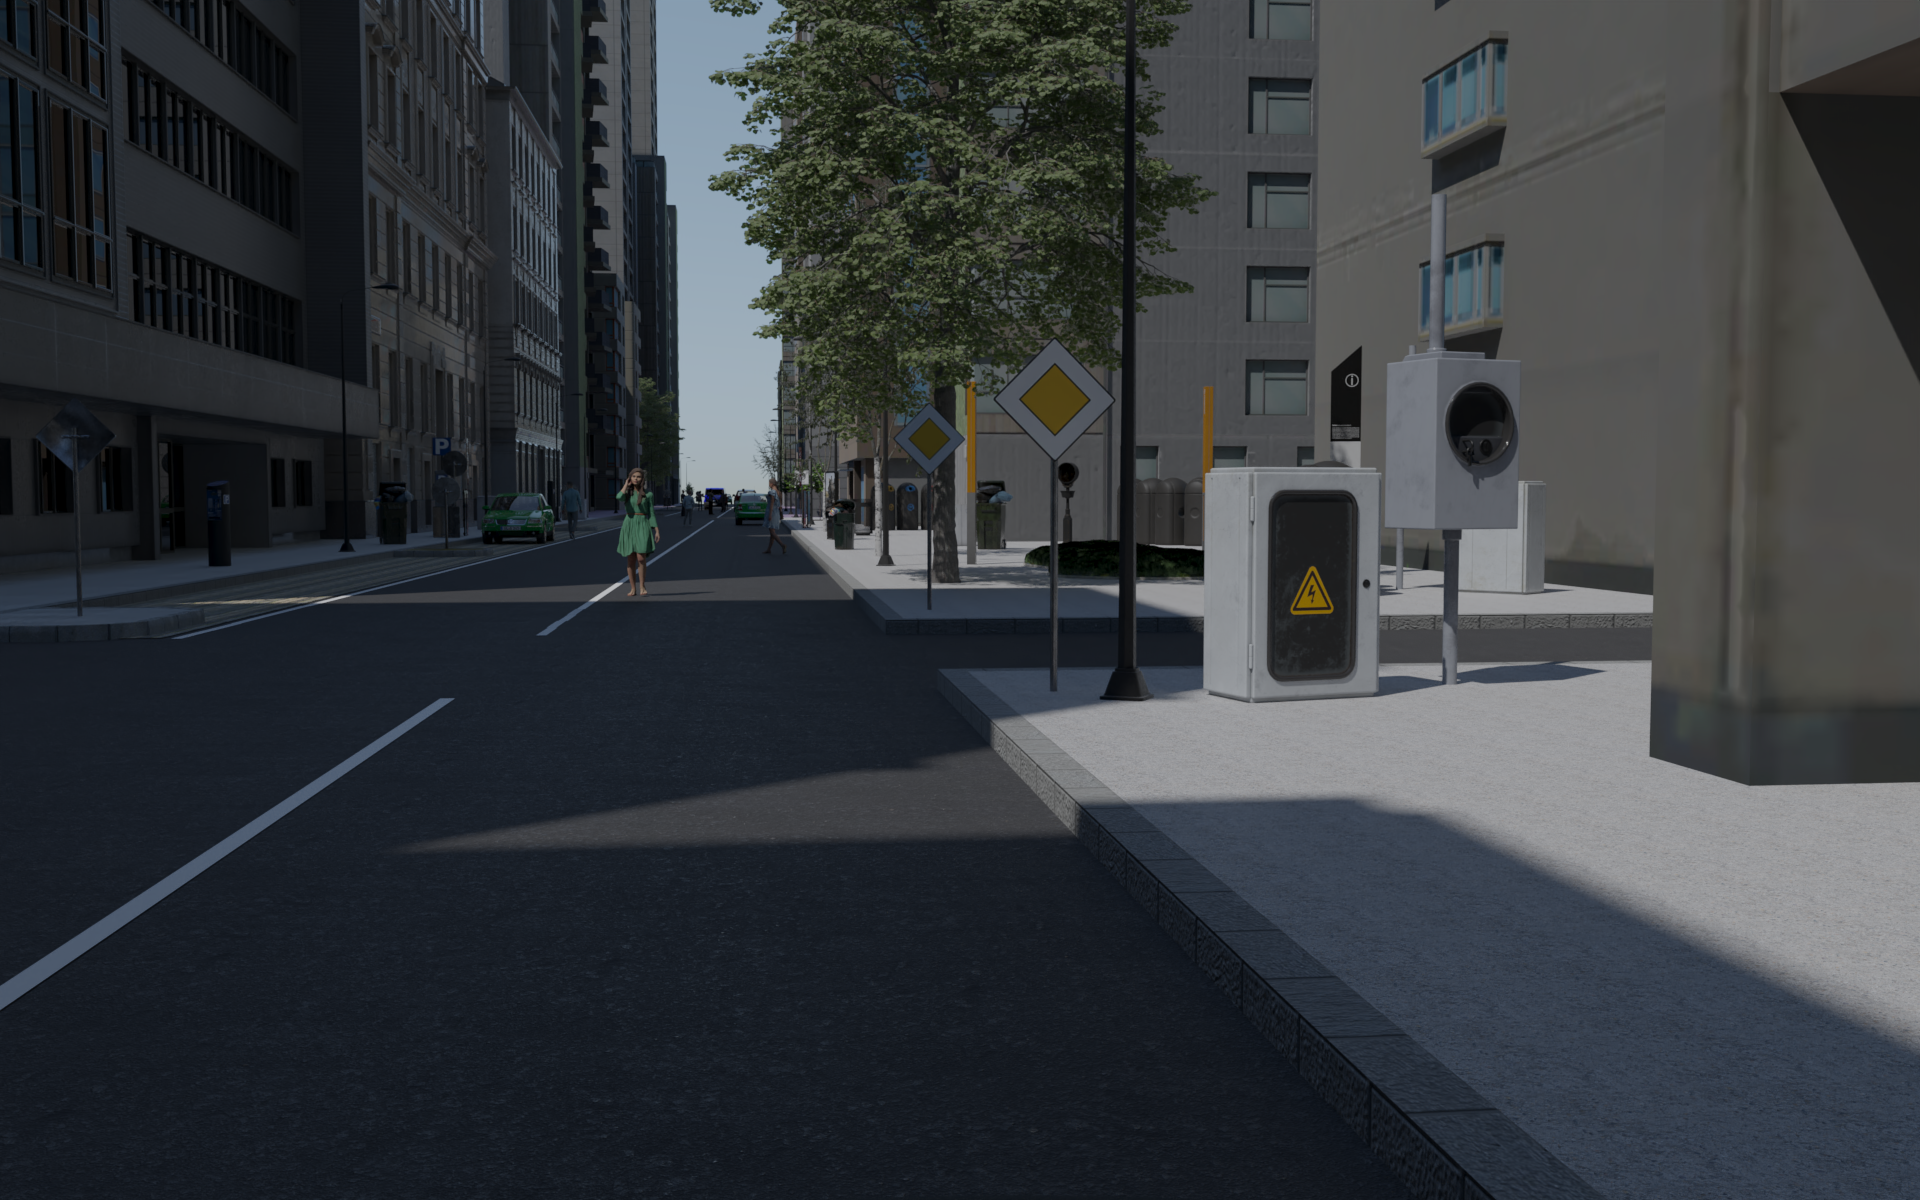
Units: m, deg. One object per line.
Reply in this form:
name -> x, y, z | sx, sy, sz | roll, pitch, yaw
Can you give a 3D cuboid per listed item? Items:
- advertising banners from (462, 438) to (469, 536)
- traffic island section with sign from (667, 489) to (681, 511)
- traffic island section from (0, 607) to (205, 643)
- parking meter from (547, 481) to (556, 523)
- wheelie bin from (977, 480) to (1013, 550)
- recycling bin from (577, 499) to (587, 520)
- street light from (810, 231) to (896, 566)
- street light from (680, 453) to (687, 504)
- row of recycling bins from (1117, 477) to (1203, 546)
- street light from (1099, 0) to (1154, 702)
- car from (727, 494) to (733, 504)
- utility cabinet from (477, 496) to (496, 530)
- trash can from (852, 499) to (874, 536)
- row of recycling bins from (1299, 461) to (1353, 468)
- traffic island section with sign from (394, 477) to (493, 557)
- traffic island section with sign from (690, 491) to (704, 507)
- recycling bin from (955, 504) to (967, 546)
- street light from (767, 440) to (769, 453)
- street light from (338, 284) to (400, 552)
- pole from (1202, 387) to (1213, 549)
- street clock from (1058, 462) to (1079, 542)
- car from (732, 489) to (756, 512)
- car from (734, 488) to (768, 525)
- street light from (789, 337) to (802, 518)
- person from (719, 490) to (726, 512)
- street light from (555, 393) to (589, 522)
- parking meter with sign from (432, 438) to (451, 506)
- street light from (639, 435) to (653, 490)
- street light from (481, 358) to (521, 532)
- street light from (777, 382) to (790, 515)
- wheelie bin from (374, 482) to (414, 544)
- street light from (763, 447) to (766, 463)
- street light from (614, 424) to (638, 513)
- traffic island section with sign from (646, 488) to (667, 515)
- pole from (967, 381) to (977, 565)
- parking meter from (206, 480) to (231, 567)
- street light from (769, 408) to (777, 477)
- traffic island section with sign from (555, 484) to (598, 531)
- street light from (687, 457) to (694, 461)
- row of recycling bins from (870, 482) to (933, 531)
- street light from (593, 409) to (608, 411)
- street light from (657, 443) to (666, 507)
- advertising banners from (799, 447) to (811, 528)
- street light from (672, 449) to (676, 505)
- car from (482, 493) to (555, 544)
advertising banners -> -15.269, -3.508, 53.551 | 0.090, 3.025, 2.074 | -1, 4, -12
traffic island section with sign -> -24.316, -8.297, 144.280 | 1.989, 1.847, 2.006 | 0, 4, -7
traffic island section -> -9.247, 0.252, 18.157 | 2.009, 0.180, 2.903 | 0, 4, -7
parking meter -> -18.051, -4.332, 76.547 | 0.255, 1.863, 0.399 | 1, 4, 10
wheelie bin -> 0.741, -1.971, 40.138 | 0.980, 1.594, 0.693 | 1, 4, 13
recycling bin -> -19.140, -4.552, 86.980 | 0.722, 1.027, 0.722 | 0, 4, -6
street light -> -1.862, -3.558, 30.723 | 1.470, 5.913, 1.316 | 0, 4, -7
street light -> -32.118, -13.729, 197.002 | 1.470, 5.913, 1.316 | 0, 4, -7
row of recycling bins -> 5.191, -2.248, 43.875 | 1.069, 1.692, 3.534 | -2, 4, -32
street light -> 0.510, -2.330, 10.639 | 1.470, 5.913, 1.316 | 0, 4, -7
car -> -33.011, -14.408, 244.365 | 1.959, 1.807, 4.718 | -1, 4, -8
utility cabinet -> -16.898, -3.142, 62.531 | 1.020, 1.237, 0.306 | 0, 4, 5
trash can -> -2.993, -2.555, 53.433 | 0.748, 1.137, 0.748 | 0, 3, 0
row of recycling bins -> 4.791, -0.966, 22.915 | 1.069, 1.692, 3.534 | 0, 4, 7
traffic island section with sign -> -11.865, -1.915, 39.932 | 1.989, 1.847, 2.006 | 0, 4, -7
traffic island section with sign -> -34.029, -13.272, 225.624 | 1.989, 1.847, 2.006 | 0, 4, -7
recycling bin -> -0.044, -1.855, 42.887 | 0.722, 1.027, 0.722 | -1, 4, -13
street light -> -11.084, -8.272, 107.792 | 1.470, 5.913, 1.316 | 0, 4, -7
street light -> -13.093, -4.028, 38.393 | 1.470, 5.913, 1.316 | 0, 4, -7
pole -> 4.713, -2.392, 32.954 | 0.158, 3.312, 0.155 | 0, 3, 0
street clock -> 2.469, -2.149, 39.705 | 0.471, 2.002, 0.358 | 1, 4, 23
car -> -17.226, -8.017, 139.745 | 2.281, 1.827, 5.304 | 0, 4, -7
car -> -9.611, -4.430, 81.227 | 1.959, 1.807, 4.718 | 0, 4, -6
street light -> -4.223, -4.818, 51.312 | 1.470, 5.913, 1.316 | 0, 4, -7
person -> -18.690, -7.785, 136.344 | 0.434, 1.755, 0.990 | -2, 4, -35
street light -> -18.010, -6.556, 79.737 | 1.470, 5.913, 1.316 | 0, 4, -7
parking meter with sign -> -15.788, -3.455, 52.743 | 0.543, 3.016, 1.738 | -1, 4, -15
street light -> -24.701, -9.962, 135.412 | 1.470, 5.913, 1.316 | 0, 4, -7
street light -> -15.622, -5.289, 59.017 | 1.470, 5.913, 1.316 | 0, 4, -7
street light -> -6.723, -6.076, 71.885 | 1.470, 5.913, 1.316 | 0, 4, -7
wheelie bin -> -14.450, -2.224, 44.270 | 0.980, 1.594, 0.693 | -2, 4, -27
street light -> -15.986, -10.790, 148.949 | 1.470, 5.913, 1.316 | 0, 4, -7
street light -> -22.290, -8.703, 114.828 | 1.470, 5.913, 1.316 | 0, 4, -7
traffic island section with sign -> -21.125, -6.660, 117.514 | 1.989, 1.847, 2.006 | 0, 4, -7
pole -> 0.214, -2.300, 31.454 | 0.158, 3.312, 0.155 | 0, 3, 0
parking meter -> -13.164, -1.367, 30.761 | 0.372, 1.533, 0.369 | 0, 3, 0
street light -> -9.426, -7.410, 93.696 | 1.470, 5.913, 1.316 | 0, 4, -7
traffic island section with sign -> -15.089, -3.574, 67.060 | 1.989, 1.847, 2.006 | 0, 4, -7
street light -> -34.540, -14.994, 217.685 | 1.470, 5.913, 1.316 | 0, 4, -7
row of recycling bins -> -1.455, -3.326, 61.485 | 3.534, 1.692, 1.069 | -1, 4, -18
street light -> -19.858, -7.444, 94.247 | 1.470, 5.913, 1.316 | 0, 4, -7
street light -> -27.223, -11.220, 155.982 | 1.470, 5.913, 1.316 | 0, 4, -7
advertising banners -> -5.844, -4.211, 65.043 | 0.090, 3.025, 2.074 | 0, 4, 7
street light -> -29.575, -12.464, 176.326 | 1.470, 5.913, 1.316 | 0, 4, -7
car -> -12.940, -2.571, 50.837 | 1.959, 1.807, 4.718 | -1, 4, -8
